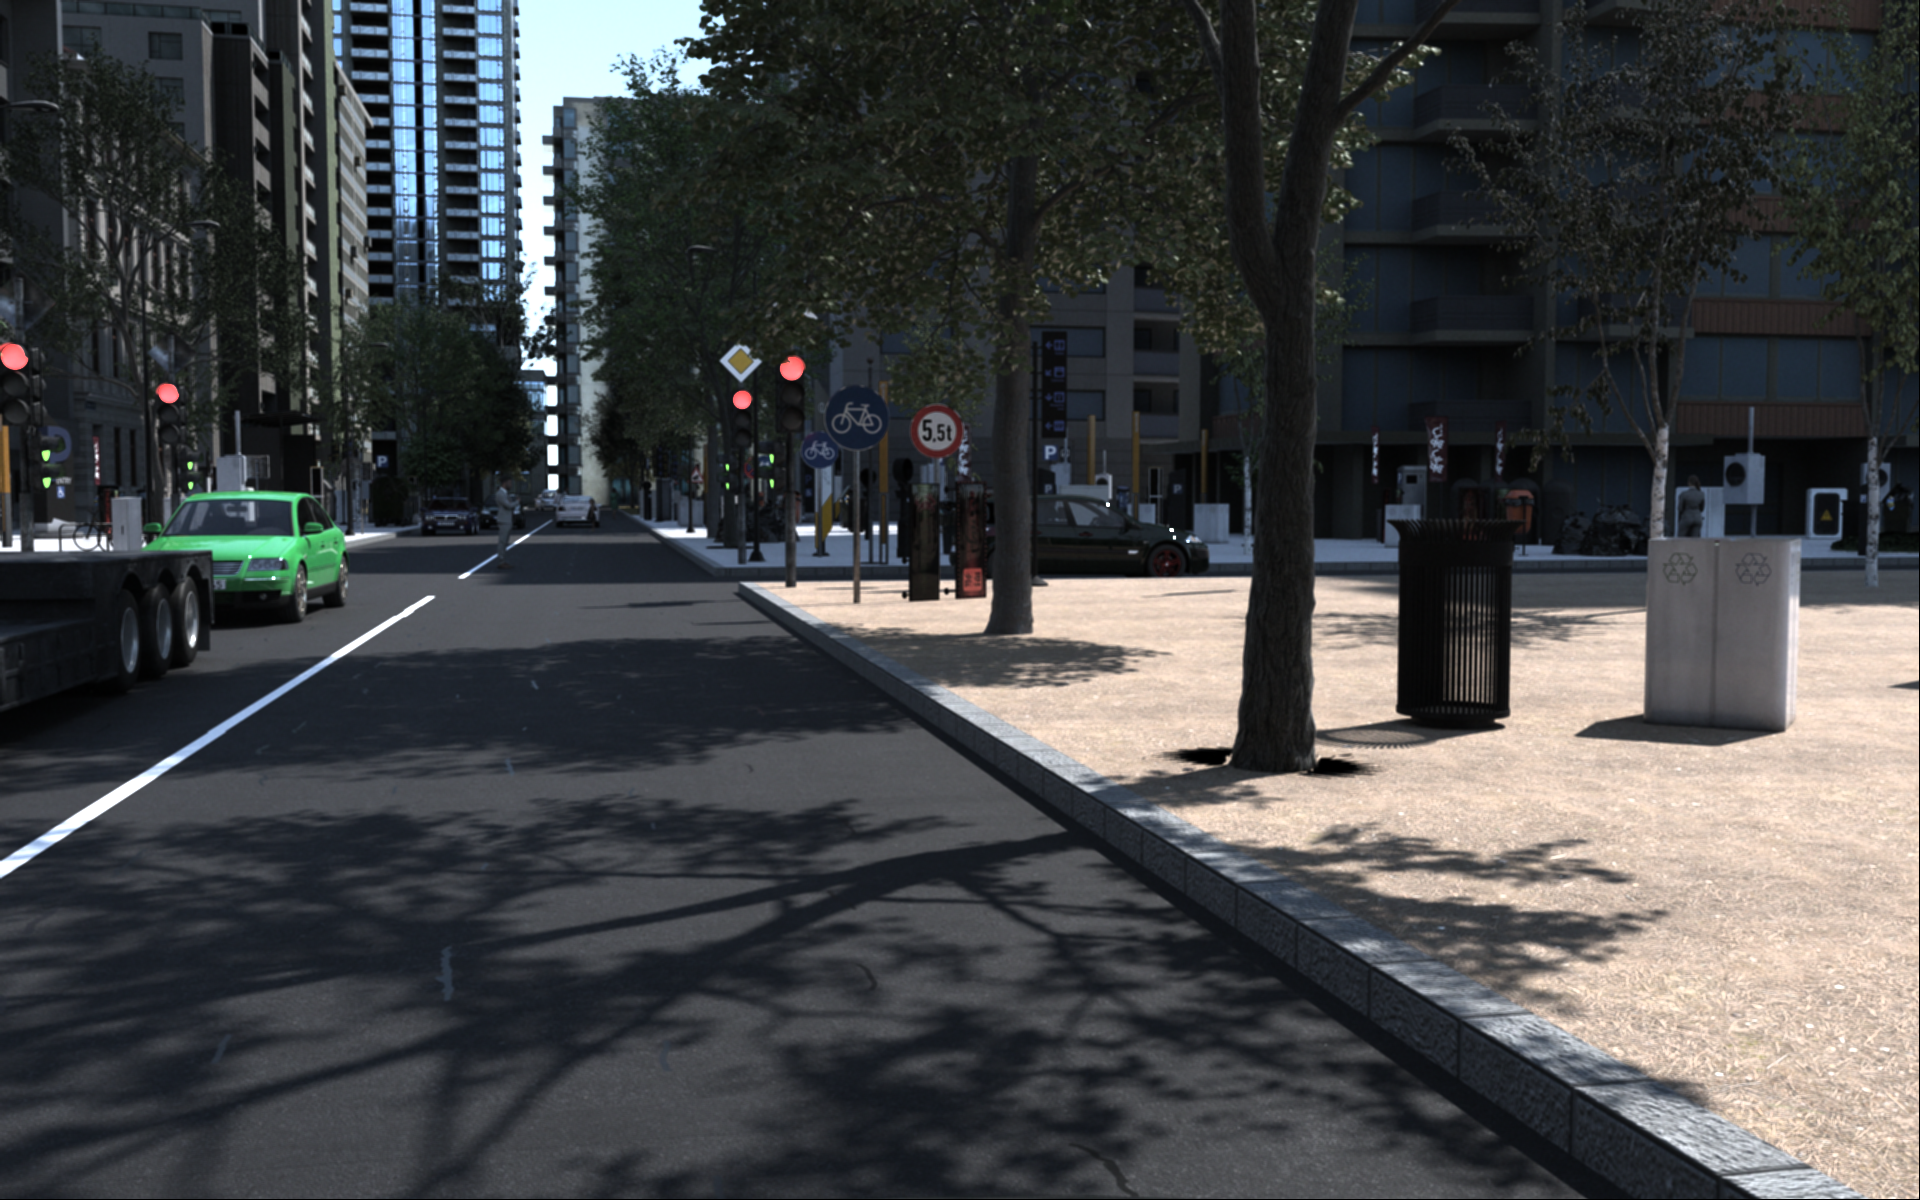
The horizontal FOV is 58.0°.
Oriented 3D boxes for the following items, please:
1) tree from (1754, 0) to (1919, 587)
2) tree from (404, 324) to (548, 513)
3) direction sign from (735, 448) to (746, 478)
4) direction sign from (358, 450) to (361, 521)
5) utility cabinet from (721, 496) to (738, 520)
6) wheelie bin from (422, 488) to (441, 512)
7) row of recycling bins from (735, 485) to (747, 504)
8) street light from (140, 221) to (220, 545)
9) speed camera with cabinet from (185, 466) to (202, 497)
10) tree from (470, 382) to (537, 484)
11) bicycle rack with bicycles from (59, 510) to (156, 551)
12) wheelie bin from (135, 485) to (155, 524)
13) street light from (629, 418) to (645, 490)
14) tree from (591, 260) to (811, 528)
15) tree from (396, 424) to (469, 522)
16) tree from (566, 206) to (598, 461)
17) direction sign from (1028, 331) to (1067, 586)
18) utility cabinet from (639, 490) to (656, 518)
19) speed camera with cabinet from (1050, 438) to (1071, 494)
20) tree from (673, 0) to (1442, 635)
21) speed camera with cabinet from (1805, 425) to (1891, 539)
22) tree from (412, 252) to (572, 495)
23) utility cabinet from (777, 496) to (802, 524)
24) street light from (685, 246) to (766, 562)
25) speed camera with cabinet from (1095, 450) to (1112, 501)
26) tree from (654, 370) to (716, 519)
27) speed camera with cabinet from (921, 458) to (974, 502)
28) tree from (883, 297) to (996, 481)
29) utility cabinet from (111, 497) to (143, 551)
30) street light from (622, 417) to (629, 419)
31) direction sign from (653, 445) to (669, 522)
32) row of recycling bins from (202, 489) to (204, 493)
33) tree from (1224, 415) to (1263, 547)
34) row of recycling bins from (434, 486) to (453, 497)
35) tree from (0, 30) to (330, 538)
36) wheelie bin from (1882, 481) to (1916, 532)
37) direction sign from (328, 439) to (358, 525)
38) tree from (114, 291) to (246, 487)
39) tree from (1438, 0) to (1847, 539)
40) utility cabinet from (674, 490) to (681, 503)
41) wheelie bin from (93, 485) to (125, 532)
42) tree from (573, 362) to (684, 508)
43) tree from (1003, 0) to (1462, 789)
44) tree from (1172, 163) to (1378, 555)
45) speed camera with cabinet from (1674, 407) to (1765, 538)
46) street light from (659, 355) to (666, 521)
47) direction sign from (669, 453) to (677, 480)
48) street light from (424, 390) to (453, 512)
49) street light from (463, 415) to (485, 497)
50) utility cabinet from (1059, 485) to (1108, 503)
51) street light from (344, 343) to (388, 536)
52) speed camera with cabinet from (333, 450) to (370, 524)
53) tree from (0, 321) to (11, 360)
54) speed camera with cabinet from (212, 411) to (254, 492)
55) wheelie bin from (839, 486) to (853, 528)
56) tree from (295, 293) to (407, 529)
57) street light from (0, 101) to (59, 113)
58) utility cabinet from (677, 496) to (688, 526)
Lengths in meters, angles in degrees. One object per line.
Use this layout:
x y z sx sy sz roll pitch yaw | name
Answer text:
12.670 -4.473 23.494 4.737 8.622 4.395 0 3 0 | tree
-32.810 -12.261 117.482 9.611 12.733 9.660 0 3 0 | tree
-10.882 -5.742 85.876 0.379 3.537 0.876 -3 5 -43 | direction sign
-28.289 -5.454 81.172 0.379 3.537 0.876 -2 4 -34 | direction sign
-8.666 -3.295 65.028 0.306 1.237 1.020 1 4 13 | utility cabinet
-26.475 -4.824 86.772 0.980 1.594 0.693 2 4 29 | wheelie bin
-10.413 -4.526 81.110 1.069 1.692 3.534 -1 4 -11 | row of recycling bins
-13.284 -3.484 29.507 1.470 5.913 1.316 -1 4 -12 | street light
-31.653 -4.823 73.197 2.038 3.252 0.660 -1 4 -21 | speed camera with cabinet
-43.173 -14.919 162.059 7.486 12.596 7.792 0 3 0 | tree
-18.772 -1.578 39.187 2.852 0.926 2.925 2 4 32 | bicycle rack with bicycles
-28.587 -3.242 60.918 0.693 1.594 0.980 -3 4 -37 | wheelie bin
-14.621 -6.652 81.294 1.470 5.913 1.316 -1 4 -12 | street light
-9.117 -7.986 64.985 7.601 10.594 8.767 -2 4 -24 | tree
-24.731 -5.970 81.319 4.285 4.588 4.351 0 3 0 | tree
-7.577 -8.071 50.088 7.486 12.596 7.792 0 3 0 | tree
1.047 -1.968 24.170 0.876 3.537 0.379 0 4 -1 | direction sign
-16.617 -5.157 93.002 1.173 1.500 0.318 1 4 22 | utility cabinet
2.936 -3.534 52.122 0.660 3.252 2.038 0 4 -1 | speed camera with cabinet
0.830 -5.977 15.848 7.486 12.596 7.792 0 3 0 | tree
25.106 -3.342 48.970 2.038 3.252 0.660 1 4 18 | speed camera with cabinet
-34.667 -16.977 133.464 12.611 20.169 13.585 0 3 0 | tree
-7.213 -3.792 73.166 1.020 1.237 0.306 -1 4 -17 | utility cabinet
-4.401 -3.678 32.678 1.470 5.913 1.316 -1 4 -12 | street light
5.811 -5.138 78.345 2.038 3.252 0.660 1 4 18 | speed camera with cabinet
-14.584 -8.465 88.762 4.737 8.622 4.395 0 3 0 | tree
-0.161 -3.593 53.076 2.038 3.252 0.660 -1 4 -11 | speed camera with cabinet
-0.844 -6.770 61.055 4.737 8.622 4.395 0 3 0 | tree
-16.949 -1.472 35.223 0.306 1.237 1.020 -3 5 -42 | utility cabinet
-19.747 -8.106 105.079 1.470 5.913 1.316 -1 4 -12 | street light
-13.924 -5.370 79.791 0.379 3.537 0.876 -3 4 -38 | direction sign
-43.182 -5.350 94.587 3.534 1.692 1.069 -1 4 -21 | row of recycling bins
7.440 -2.932 42.532 1.663 3.219 1.824 0 3 0 | tree
-28.358 -5.353 94.632 1.069 1.692 3.534 -2 4 -26 | row of recycling bins
-16.542 -6.168 35.253 7.601 10.594 8.767 2 4 26 | tree
23.119 -2.126 42.665 0.693 1.594 0.980 2 4 34 | wheelie bin
-25.566 -4.878 71.759 0.876 3.537 0.379 -2 4 -30 | direction sign
-28.826 -6.952 64.031 4.737 8.622 4.395 0 3 0 | tree
7.691 -4.211 19.213 4.360 8.622 3.978 0 3 0 | tree
-16.428 -5.627 100.681 0.318 1.500 1.173 -1 4 -16 | utility cabinet
-29.104 -3.143 59.297 0.980 1.594 0.693 -2 4 -31 | wheelie bin
-30.160 -15.177 158.508 12.009 13.543 11.850 0 3 0 | tree
1.446 -5.009 7.648 9.928 11.665 9.643 0 3 0 | tree
6.157 -5.236 35.965 4.737 8.622 4.395 0 3 0 | tree
17.504 -2.790 39.946 0.660 3.252 2.038 -2 4 -25 | speed camera with cabinet
-9.437 -5.167 57.020 1.470 5.913 1.316 -1 4 -12 | street light
-15.936 -6.301 95.017 0.876 3.537 0.379 0 4 7 | direction sign
-23.379 -6.423 77.562 1.470 5.913 1.316 -1 4 -12 | street light
-28.483 -7.878 101.351 1.470 5.913 1.316 -1 4 -12 | street light
3.025 -2.065 42.436 1.173 1.500 0.318 0 4 -5 | utility cabinet
-18.285 -4.940 53.317 1.470 5.913 1.316 -1 4 -12 | street light
-26.400 -4.887 74.232 2.038 3.252 0.660 1 4 10 | speed camera with cabinet
-11.425 -2.067 17.510 4.285 4.588 4.351 0 3 0 | tree
-17.478 -2.901 41.760 0.660 3.252 2.038 -1 4 -14 | speed camera with cabinet
-4.203 -3.526 65.554 0.693 1.594 0.980 -1 4 -14 | wheelie bin
-22.268 -6.928 63.636 4.737 8.622 4.395 0 3 0 | tree
-11.355 -2.935 20.531 1.470 5.913 1.316 -1 4 -12 | street light
-11.270 -3.627 70.455 0.306 1.237 1.020 -1 4 -19 | utility cabinet
